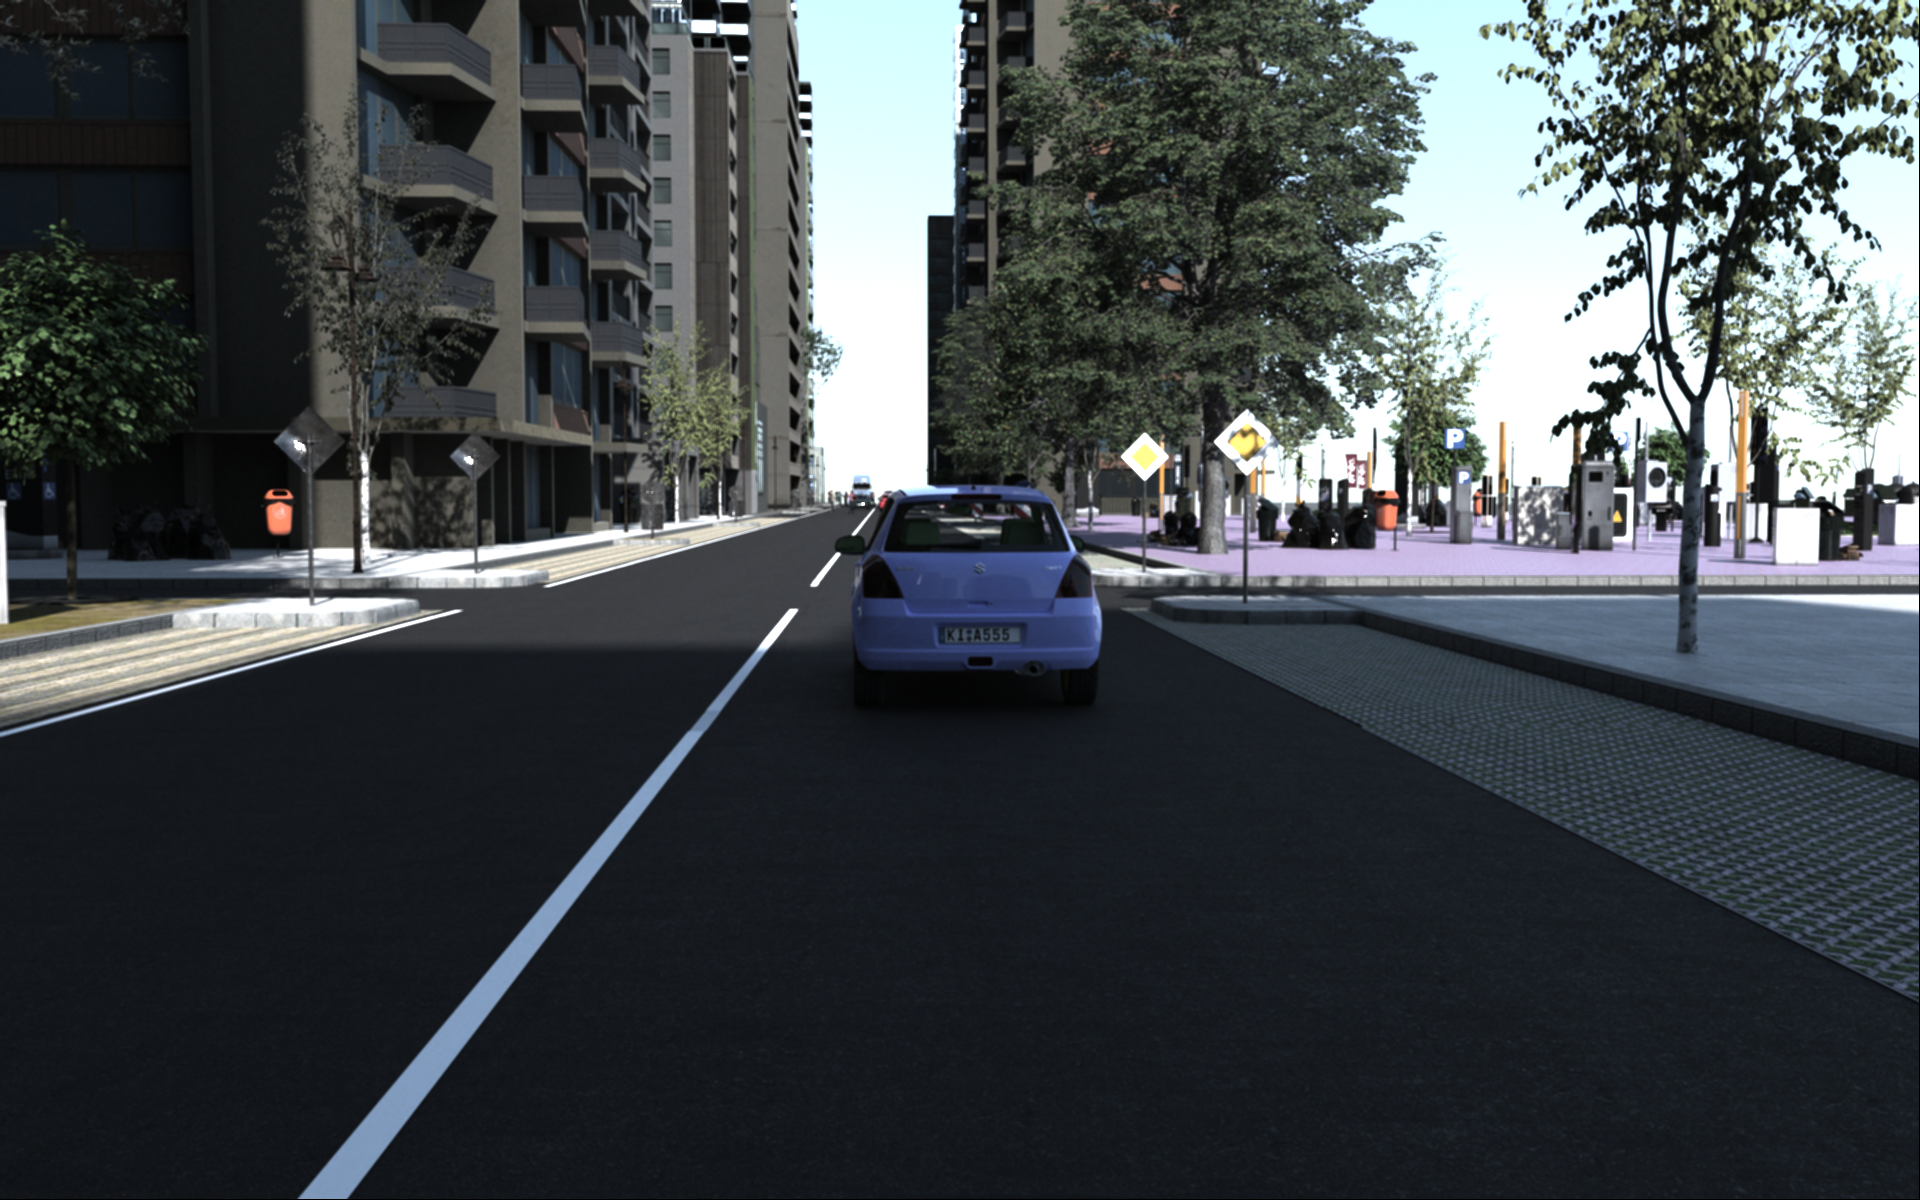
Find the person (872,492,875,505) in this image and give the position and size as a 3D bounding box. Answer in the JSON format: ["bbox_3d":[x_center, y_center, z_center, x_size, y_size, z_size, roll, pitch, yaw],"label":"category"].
[{"bbox_3d":[-11.257,-13.076,223.017,0.721,1.743,1.217,-1,4,-10],"label":"person"}]

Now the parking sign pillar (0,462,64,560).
[{"bbox_3d":[-18.714,-2.814,34.479,1.447,3.967,1.447,1,4,11],"label":"parking sign pillar"}]

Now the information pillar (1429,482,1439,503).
[{"bbox_3d":[25.281,-6.179,92.379,0.504,3.616,0.183,1,4,22],"label":"information pillar"}]

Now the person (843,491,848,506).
[{"bbox_3d":[-14.089,-12.569,214.020,0.705,1.822,1.348,1,4,18],"label":"person"}]

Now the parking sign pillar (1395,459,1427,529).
[{"bbox_3d":[16.721,-4.668,64.798,1.447,3.967,1.447,-1,4,-8],"label":"parking sign pillar"}]

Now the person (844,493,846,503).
[{"bbox_3d":[-16.528,-14.845,251.078,0.599,1.838,0.709,-2,4,-24],"label":"person"}]

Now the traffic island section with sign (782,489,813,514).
[{"bbox_3d":[-12.087,-7.291,127.839,1.989,1.847,2.006,0,4,-2],"label":"traffic island section with sign"}]

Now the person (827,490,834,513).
[{"bbox_3d":[-10.112,-7.687,134.714,0.750,1.759,0.617,1,4,14],"label":"person"}]

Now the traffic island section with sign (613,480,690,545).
[{"bbox_3d":[-8.729,-2.480,49.179,1.989,1.847,2.006,0,4,-2],"label":"traffic island section with sign"}]

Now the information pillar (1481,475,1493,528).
[{"bbox_3d":[20.204,-3.786,66.399,0.304,2.012,0.304,-2,4,-35],"label":"information pillar"}]

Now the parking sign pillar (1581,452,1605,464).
[{"bbox_3d":[31.048,-5.914,85.161,1.447,3.967,1.447,3,4,38],"label":"parking sign pillar"}]

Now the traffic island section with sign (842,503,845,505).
[{"bbox_3d":[-16.710,-13.930,236.386,1.989,1.847,2.006,0,4,-2],"label":"traffic island section with sign"}]

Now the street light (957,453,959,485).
[{"bbox_3d":[-0.112,-10.793,149.245,0.468,5.910,1.993,0,4,-2],"label":"street light"}]

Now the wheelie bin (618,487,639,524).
[{"bbox_3d":[-14.307,-4.101,74.965,0.693,1.594,0.980,2,4,24],"label":"wheelie bin"}]

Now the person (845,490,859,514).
[{"bbox_3d":[-7.956,-7.174,126.515,1.217,1.743,0.721,-1,4,-22],"label":"person"}]

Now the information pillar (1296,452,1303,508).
[{"bbox_3d":[19.043,-6.471,97.148,0.183,3.616,0.504,-1,4,-23],"label":"information pillar"}]

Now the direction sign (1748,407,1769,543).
[{"bbox_3d":[21.086,-3.288,45.760,0.379,3.537,0.876,0,4,-2],"label":"direction sign"}]

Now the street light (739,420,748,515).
[{"bbox_3d":[-13.028,-8.049,104.383,0.468,5.910,1.993,0,4,-2],"label":"street light"}]

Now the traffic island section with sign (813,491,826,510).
[{"bbox_3d":[-13.237,-8.938,154.770,1.989,1.847,2.006,0,4,-2],"label":"traffic island section with sign"}]

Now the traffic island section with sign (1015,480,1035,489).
[{"bbox_3d":[1.728,-2.603,51.191,1.989,1.847,2.006,0,4,-2],"label":"traffic island section with sign"}]

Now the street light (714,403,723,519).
[{"bbox_3d":[-12.314,-7.051,88.071,0.468,5.910,1.993,0,4,-2],"label":"street light"}]

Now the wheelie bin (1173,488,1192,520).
[{"bbox_3d":[11.018,-4.741,85.420,0.980,1.594,0.693,-1,4,-17],"label":"wheelie bin"}]

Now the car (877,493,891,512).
[{"bbox_3d":[-5.758,-8.145,142.210,2.155,1.783,4.494,0,4,-2],"label":"car"}]

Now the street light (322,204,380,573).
[{"bbox_3d":[-9.798,-3.377,27.999,0.468,5.910,1.993,0,4,-2],"label":"street light"}]

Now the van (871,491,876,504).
[{"bbox_3d":[-13.583,-15.417,259.073,2.013,2.044,4.112,0,4,-4],"label":"van"}]

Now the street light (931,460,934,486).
[{"bbox_3d":[-3.653,-15.846,231.875,0.468,5.910,1.993,0,4,-2],"label":"street light"}]

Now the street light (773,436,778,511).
[{"bbox_3d":[-14.340,-9.889,134.469,0.468,5.910,1.993,0,4,-2],"label":"street light"}]

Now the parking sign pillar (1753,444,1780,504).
[{"bbox_3d":[43.556,-6.426,93.541,1.447,3.967,1.447,-2,4,-26],"label":"parking sign pillar"}]

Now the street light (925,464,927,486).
[{"bbox_3d":[-5.060,-17.724,262.577,0.468,5.910,1.993,0,4,-2],"label":"street light"}]

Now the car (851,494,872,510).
[{"bbox_3d":[-9.027,-9.052,157.779,2.009,1.686,4.222,0,4,-1],"label":"car"}]

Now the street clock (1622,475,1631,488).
[{"bbox_3d":[25.208,-3.729,65.537,0.358,2.002,0.471,0,4,7],"label":"street clock"}]

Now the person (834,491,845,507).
[{"bbox_3d":[-13.603,-11.479,196.258,1.350,1.814,0.705,-3,4,-36],"label":"person"}]

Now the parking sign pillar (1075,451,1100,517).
[{"bbox_3d":[7.079,-6.611,96.569,1.447,3.967,1.447,-1,4,-9],"label":"parking sign pillar"}]

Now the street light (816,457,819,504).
[{"bbox_3d":[-17.924,-14.991,217.893,0.468,5.910,1.993,0,4,-2],"label":"street light"}]

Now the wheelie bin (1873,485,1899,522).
[{"bbox_3d":[32.698,-3.270,61.373,0.980,1.594,0.693,-1,4,-8],"label":"wheelie bin"}]

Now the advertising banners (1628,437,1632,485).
[{"bbox_3d":[20.049,-3.426,52.207,0.090,3.025,2.074,2,4,30],"label":"advertising banners"}]

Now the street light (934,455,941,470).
[{"bbox_3d":[-2.419,-14.016,201.952,0.468,5.910,1.993,0,4,-2],"label":"street light"}]

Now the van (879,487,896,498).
[{"bbox_3d":[-6.143,-8.936,153.116,2.013,2.044,4.112,0,4,-3],"label":"van"}]

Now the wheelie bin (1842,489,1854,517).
[{"bbox_3d":[50.682,-5.539,98.476,0.693,1.594,0.980,-3,5,-43],"label":"wheelie bin"}]

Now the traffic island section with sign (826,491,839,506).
[{"bbox_3d":[-15.529,-12.230,208.587,1.989,1.847,2.006,0,4,-2],"label":"traffic island section with sign"}]

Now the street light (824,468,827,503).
[{"bbox_3d":[-19.352,-16.862,248.488,0.468,5.910,1.993,0,4,-2],"label":"street light"}]

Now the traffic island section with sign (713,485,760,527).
[{"bbox_3d":[-9.909,-4.175,76.883,1.989,1.847,2.006,0,4,-2],"label":"traffic island section with sign"}]

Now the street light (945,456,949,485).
[{"bbox_3d":[-1.362,-12.632,179.313,0.468,5.910,1.993,0,4,-2],"label":"street light"}]

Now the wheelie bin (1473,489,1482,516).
[{"bbox_3d":[30.043,-5.616,99.722,0.980,1.594,0.693,-2,4,-30],"label":"wheelie bin"}]

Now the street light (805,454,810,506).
[{"bbox_3d":[-16.542,-13.129,187.454,0.468,5.910,1.993,0,4,-2],"label":"street light"}]

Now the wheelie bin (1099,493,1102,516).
[{"bbox_3d":[8.168,-5.856,103.660,0.693,1.594,0.980,0,4,2],"label":"wheelie bin"}]

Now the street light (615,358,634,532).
[{"bbox_3d":[-11.240,-5.220,58.141,0.468,5.910,1.993,0,4,-2],"label":"street light"}]

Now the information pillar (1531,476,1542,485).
[{"bbox_3d":[23.873,-4.115,71.778,0.304,2.012,0.304,-3,4,-36],"label":"information pillar"}]

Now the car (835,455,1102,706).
[{"bbox_3d":[0.024,-0.212,13.060,1.945,1.707,3.694,0,4,-4],"label":"car"}]

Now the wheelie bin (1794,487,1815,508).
[{"bbox_3d":[35.828,-4.015,73.550,0.693,1.594,0.980,3,5,44],"label":"wheelie bin"}]

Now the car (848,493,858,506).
[{"bbox_3d":[-11.583,-11.261,193.713,1.945,1.707,3.694,0,4,-1],"label":"car"}]

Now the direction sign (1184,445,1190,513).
[{"bbox_3d":[10.488,-5.388,80.090,0.379,3.537,0.876,0,4,-8],"label":"direction sign"}]

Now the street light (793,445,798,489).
[{"bbox_3d":[-15.599,-11.730,164.569,0.468,5.910,1.993,0,4,-2],"label":"street light"}]
